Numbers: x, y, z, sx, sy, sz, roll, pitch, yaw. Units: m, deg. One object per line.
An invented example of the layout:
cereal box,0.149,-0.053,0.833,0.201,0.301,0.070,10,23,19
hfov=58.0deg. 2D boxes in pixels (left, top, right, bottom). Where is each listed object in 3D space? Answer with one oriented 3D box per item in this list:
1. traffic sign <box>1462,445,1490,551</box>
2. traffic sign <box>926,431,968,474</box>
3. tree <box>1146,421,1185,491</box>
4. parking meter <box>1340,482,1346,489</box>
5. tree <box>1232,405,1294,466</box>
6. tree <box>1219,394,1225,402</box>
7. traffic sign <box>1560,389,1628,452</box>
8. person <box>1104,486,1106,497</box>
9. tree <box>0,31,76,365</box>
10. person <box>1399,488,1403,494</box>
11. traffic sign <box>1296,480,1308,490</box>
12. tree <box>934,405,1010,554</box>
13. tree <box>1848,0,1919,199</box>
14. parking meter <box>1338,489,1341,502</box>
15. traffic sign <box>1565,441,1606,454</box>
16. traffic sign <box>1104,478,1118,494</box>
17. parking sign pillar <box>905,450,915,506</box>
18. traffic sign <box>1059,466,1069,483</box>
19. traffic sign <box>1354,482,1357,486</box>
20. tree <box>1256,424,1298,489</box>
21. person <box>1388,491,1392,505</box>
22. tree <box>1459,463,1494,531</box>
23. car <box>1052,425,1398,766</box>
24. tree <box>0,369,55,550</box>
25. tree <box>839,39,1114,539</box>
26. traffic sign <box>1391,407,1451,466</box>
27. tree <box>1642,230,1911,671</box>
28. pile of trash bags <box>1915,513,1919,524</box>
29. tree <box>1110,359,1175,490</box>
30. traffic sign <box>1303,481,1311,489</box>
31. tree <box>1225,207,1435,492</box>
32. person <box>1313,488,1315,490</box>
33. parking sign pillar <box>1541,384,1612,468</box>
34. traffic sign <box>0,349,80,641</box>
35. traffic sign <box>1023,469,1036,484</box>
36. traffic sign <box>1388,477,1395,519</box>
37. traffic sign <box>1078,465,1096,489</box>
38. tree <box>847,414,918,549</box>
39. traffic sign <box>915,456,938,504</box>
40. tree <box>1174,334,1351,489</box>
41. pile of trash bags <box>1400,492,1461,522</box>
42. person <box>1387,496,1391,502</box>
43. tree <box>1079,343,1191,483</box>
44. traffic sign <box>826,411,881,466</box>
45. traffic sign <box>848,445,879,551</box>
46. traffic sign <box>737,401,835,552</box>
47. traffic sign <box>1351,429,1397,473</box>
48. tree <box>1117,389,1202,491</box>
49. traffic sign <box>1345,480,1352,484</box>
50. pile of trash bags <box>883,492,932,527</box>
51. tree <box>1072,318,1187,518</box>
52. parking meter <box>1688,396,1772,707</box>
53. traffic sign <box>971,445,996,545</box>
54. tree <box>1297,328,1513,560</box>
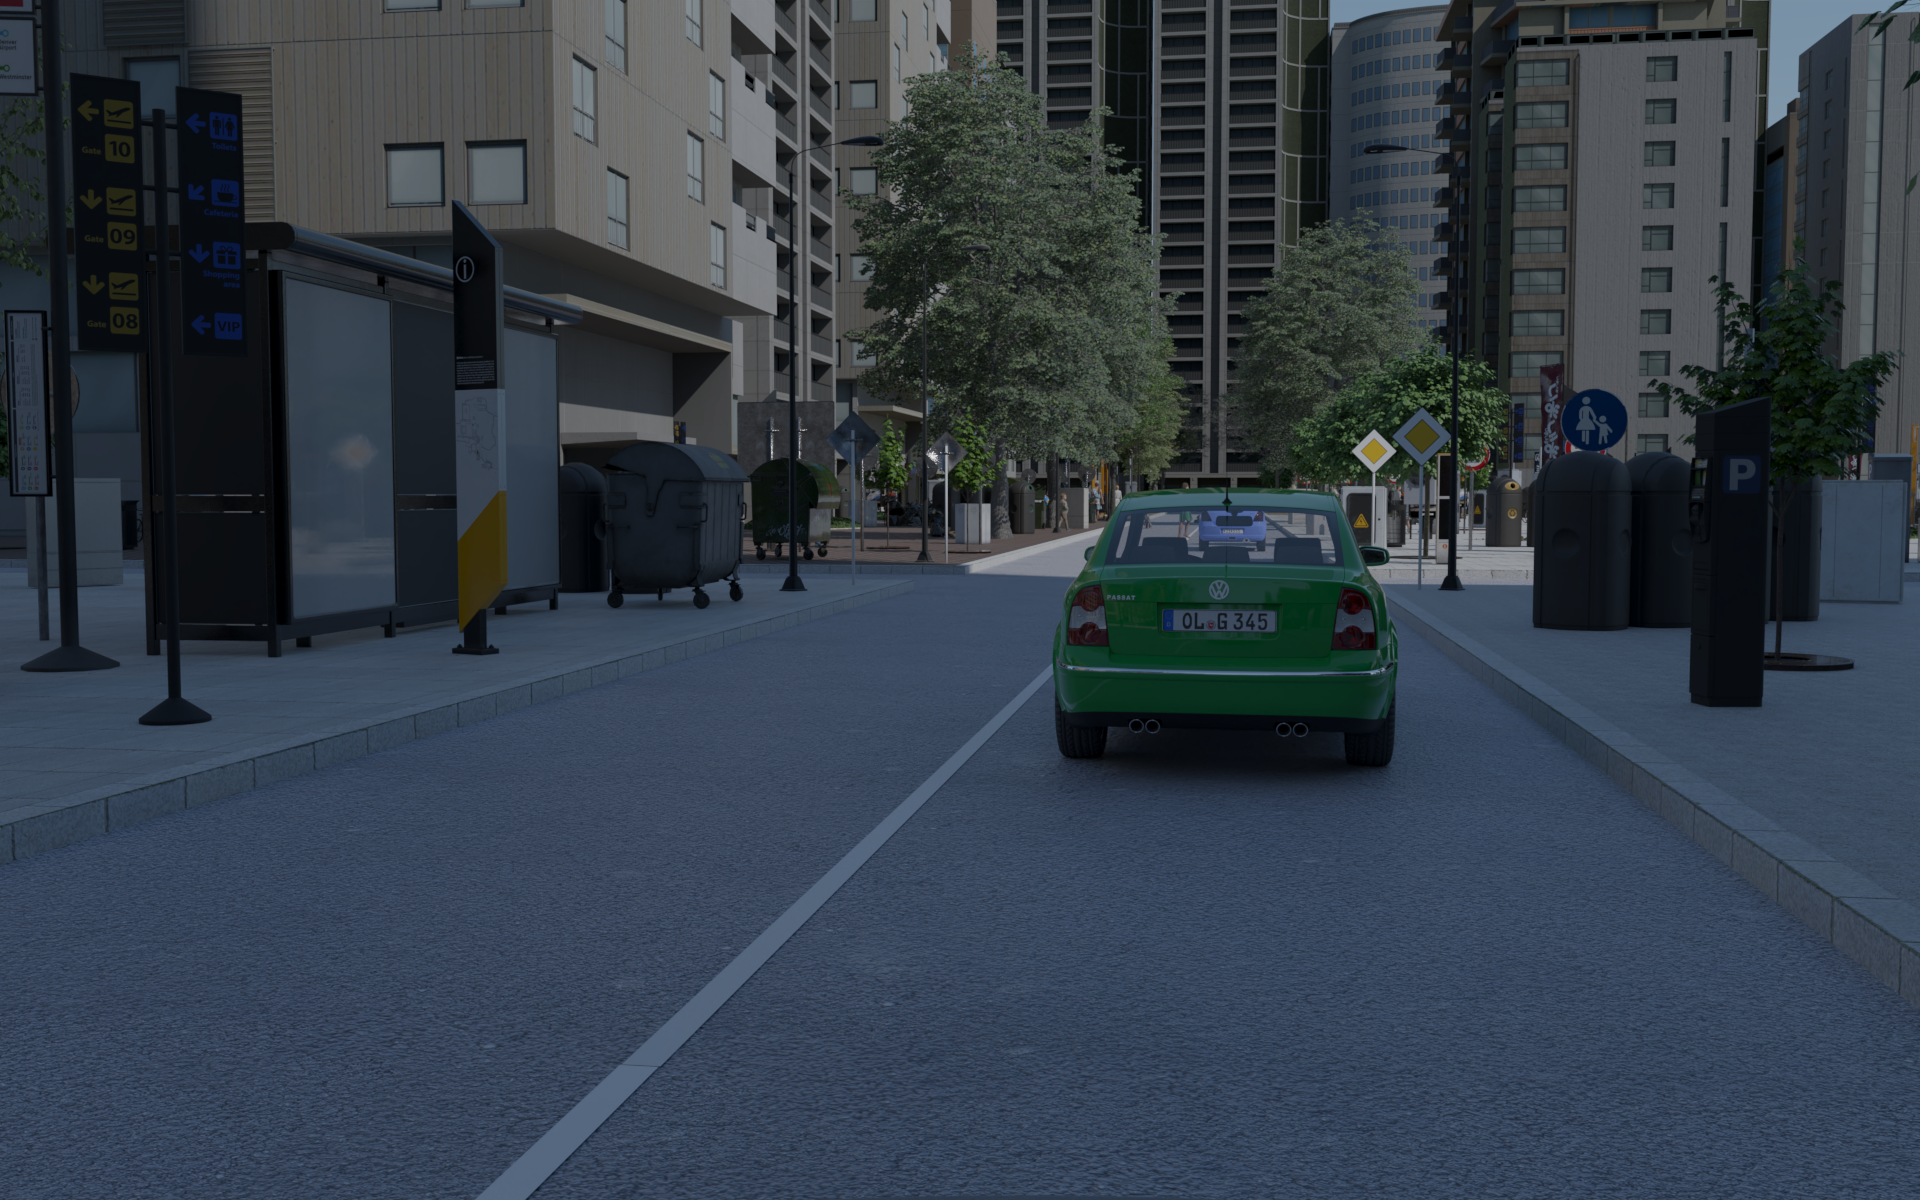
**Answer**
traffic sign,11.494,-2.375,38.935,0.768,2.556,0.104,1,4,10
traffic sign,-0.269,-1.840,32.268,0.795,2.593,0.064,1,4,9
tree,16.900,-11.940,145.585,4.737,8.622,4.395,0,3,0
parking meter,18.802,-4.850,85.001,0.255,1.863,0.399,0,4,6
tree,26.255,-12.628,140.886,8.767,10.594,7.601,1,4,15
tree,3.510,-9.680,64.923,9.857,13.997,8.962,0,3,0
traffic sign,7.674,-1.279,21.023,0.768,2.556,0.104,1,4,17
person,10.114,-7.079,121.417,1.348,1.869,0.705,0,4,7
tree,-12.367,-4.261,20.036,4.737,8.622,4.395,0,3,0
person,29.537,-6.717,116.693,1.217,1.723,0.721,-2,4,-26
traffic sign,14.218,-4.345,71.038,0.884,2.594,0.081,1,4,11
tree,0.291,-2.632,37.636,1.663,3.219,1.824,0,3,0
tree,4.083,-1.256,4.243,4.285,4.588,4.351,0,3,0
parking meter,13.455,-3.203,60.774,0.372,1.533,0.369,0,3,0
traffic sign,12.110,-2.049,33.603,0.768,2.556,0.104,1,4,9
traffic sign,8.598,-6.056,99.018,0.884,2.594,0.081,1,4,10
parking sign pillar,-3.080,-7.236,106.779,1.447,3.967,1.447,-1,4,-10
traffic sign,4.624,-4.912,80.321,0.884,2.594,0.081,1,4,17
traffic sign,12.458,-3.329,54.531,0.768,2.556,0.104,1,4,18
tree,10.968,-3.858,46.794,4.285,4.588,4.351,0,3,0
person,43.878,-10.314,176.144,0.593,1.643,0.415,0,4,7
tree,17.973,-4.065,61.068,1.663,3.219,1.824,0,3,0
car,1.663,-0.110,10.601,1.959,1.807,4.718,1,4,10
tree,-22.713,-3.460,40.290,4.285,4.588,4.351,0,3,0
tree,1.150,-8.716,49.163,9.857,13.997,8.962,0,3,0
traffic sign,6.181,-1.282,23.149,0.795,2.593,0.064,1,4,9
tree,6.165,-1.113,12.797,1.663,3.219,1.824,0,3,0
pile of trash bags,41.201,-3.939,74.151,3.447,1.369,1.912,2,4,28
tree,18.456,-15.145,157.985,12.009,13.543,11.850,0,3,0
traffic sign,19.150,-5.798,94.795,0.884,2.594,0.081,1,4,17
tree,16.389,-10.499,78.308,9.857,13.997,8.962,0,3,0
person,27.964,-8.012,136.973,0.705,1.831,1.348,3,4,36
parking sign pillar,13.388,-3.018,37.824,1.447,3.967,1.447,1,4,21
traffic sign,-8.030,-0.918,15.111,0.768,2.556,0.104,1,4,9
traffic sign,3.409,-5.281,86.443,0.768,2.556,0.104,1,4,13
traffic sign,21.205,-5.166,84.563,0.768,2.556,0.104,1,4,14
traffic sign,5.394,-4.507,73.793,0.768,2.556,0.104,1,4,14
tree,-1.603,-2.816,40.651,1.663,3.219,1.824,0,3,0
traffic sign,-1.106,-3.490,57.163,0.768,2.556,0.104,1,4,10
tree,21.819,-12.714,118.248,12.009,13.543,11.850,0,3,0
pile of trash bags,21.145,-4.218,78.724,3.447,1.369,1.912,-3,5,-41
person,32.343,-7.458,131.237,1.065,1.426,0.557,-1,4,-17
tree,11.592,-12.091,115.818,7.486,12.596,7.792,0,3,0
traffic sign,-1.515,-1.357,24.380,0.795,2.593,0.064,1,4,9
traffic sign,-2.189,-2.359,38.677,0.768,2.556,0.104,1,4,11
traffic sign,-3.842,-2.707,38.127,2.265,3.308,0.079,1,4,14
traffic sign,7.427,-1.764,31.036,0.795,2.593,0.064,1,4,9
tree,15.394,-12.306,135.609,7.601,10.594,8.767,-1,4,-8
traffic sign,20.081,-5.545,90.665,0.884,2.594,0.081,1,4,16
pile of trash bags,-2.232,-3.691,70.095,1.912,1.369,3.447,-2,4,-28
tree,7.966,-10.148,91.682,9.928,11.665,9.643,0,3,0
parking meter,4.647,-0.292,10.489,0.399,1.863,0.255,0,4,-1
traffic sign,0.514,-2.676,43.866,0.768,2.556,0.104,1,4,11
tree,9.226,-3.107,34.506,4.285,4.588,4.351,0,3,0
